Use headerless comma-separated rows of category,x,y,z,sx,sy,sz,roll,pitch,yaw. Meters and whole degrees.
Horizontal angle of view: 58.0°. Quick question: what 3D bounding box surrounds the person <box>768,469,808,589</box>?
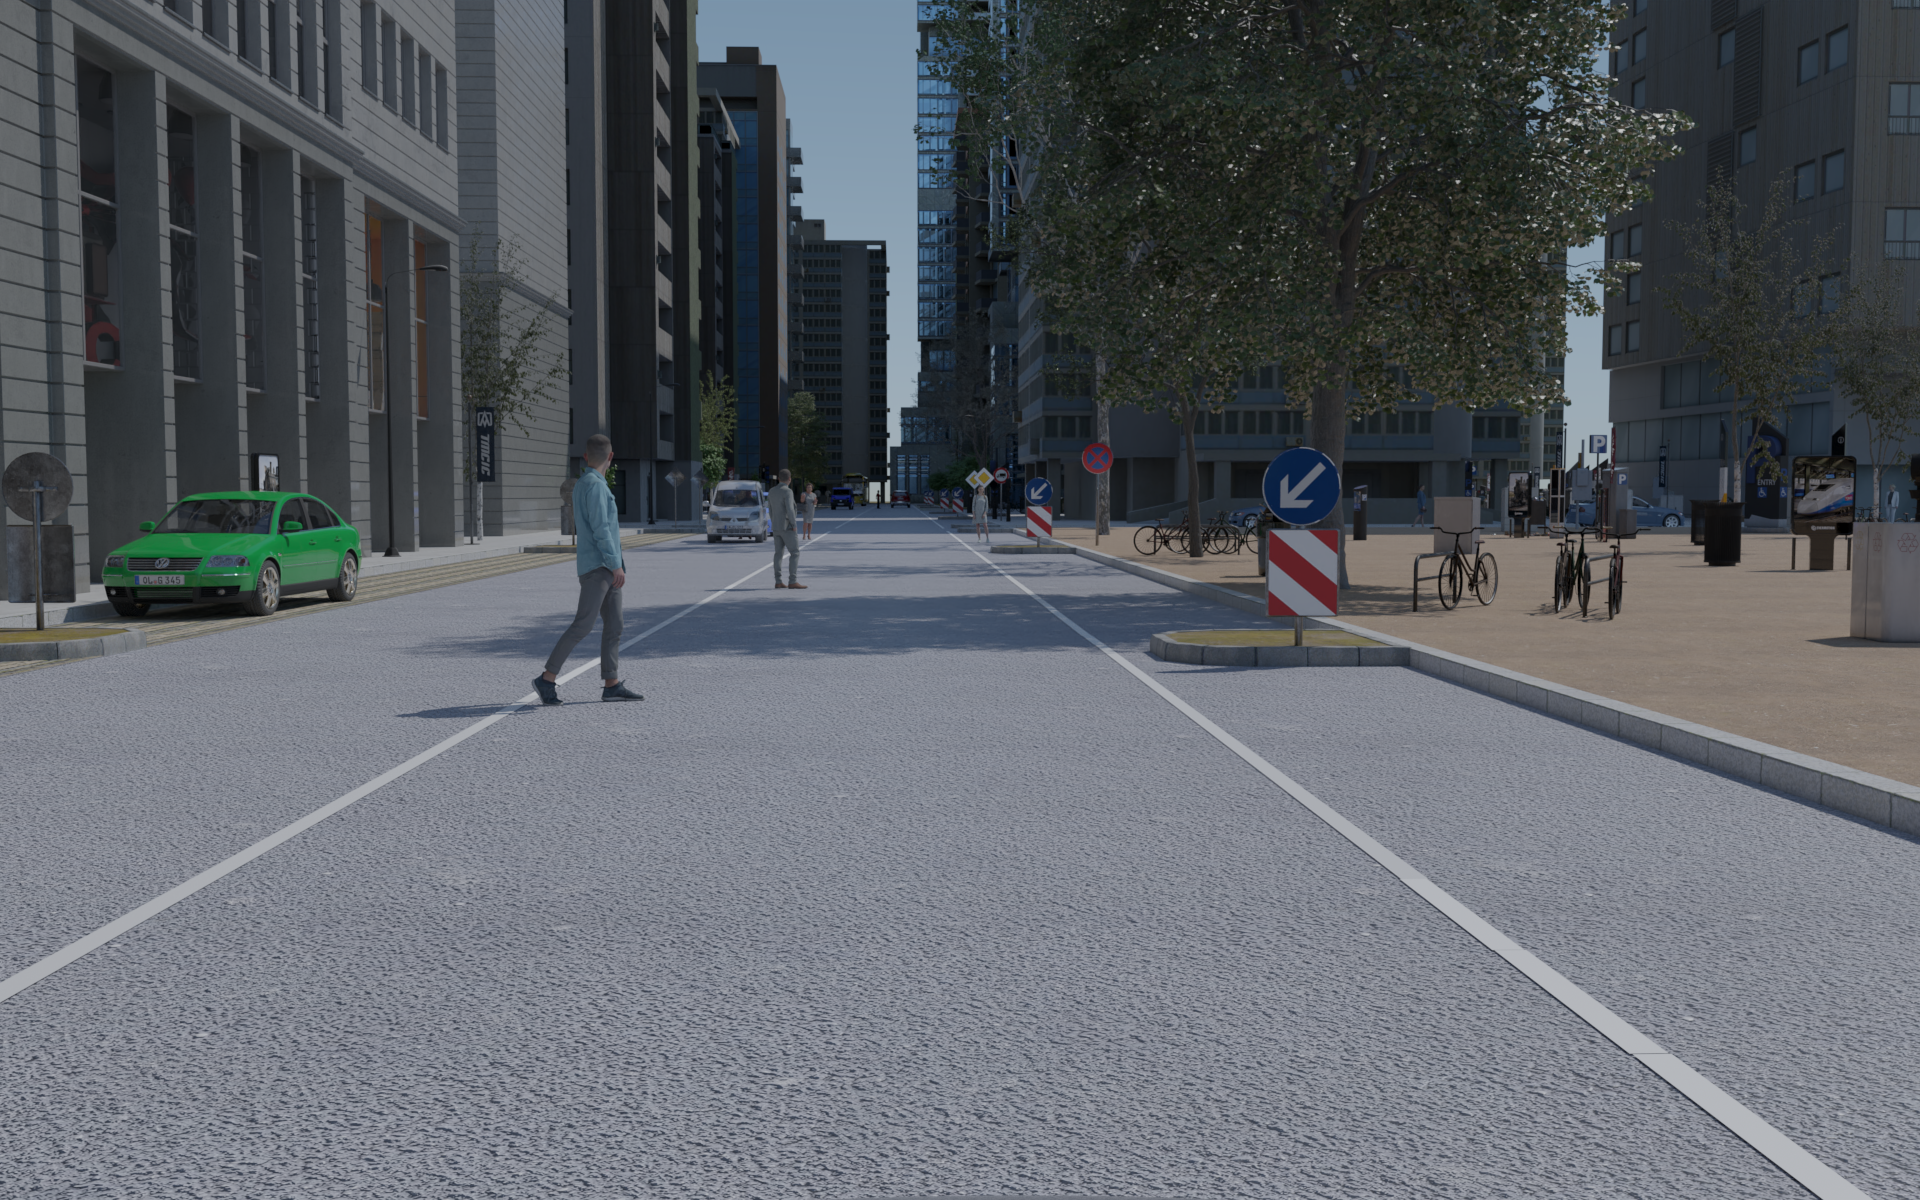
person,-2.660,-1.079,26.243,0.635,1.810,0.391,3,4,39

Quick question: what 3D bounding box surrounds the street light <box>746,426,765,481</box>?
street light,-14.036,-8.932,118.583,1.470,5.913,1.316,0,4,-2

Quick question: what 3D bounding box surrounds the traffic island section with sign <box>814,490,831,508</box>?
traffic island section with sign,-14.301,-10.146,174.521,1.989,1.847,2.006,0,4,-2

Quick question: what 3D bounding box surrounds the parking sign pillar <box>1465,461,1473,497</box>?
parking sign pillar,28.776,-6.703,98.058,1.447,3.967,1.447,1,4,15

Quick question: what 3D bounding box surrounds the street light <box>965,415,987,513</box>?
street light,0.974,-7.925,102.112,1.470,5.913,1.316,0,4,-2

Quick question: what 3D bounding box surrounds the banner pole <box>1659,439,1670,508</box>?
banner pole,32.067,-5.431,78.819,0.401,3.779,0.863,-1,4,-15

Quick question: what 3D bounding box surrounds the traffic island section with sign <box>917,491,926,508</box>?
traffic island section with sign,-3.089,-10.233,175.943,1.989,1.847,2.006,0,4,-2

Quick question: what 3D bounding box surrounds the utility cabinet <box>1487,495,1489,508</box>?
utility cabinet,41.042,-7.510,133.952,1.020,1.237,0.306,3,4,39

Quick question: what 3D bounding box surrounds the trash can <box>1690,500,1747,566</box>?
trash can,13.632,-1.180,30.945,0.748,1.137,0.748,0,3,0

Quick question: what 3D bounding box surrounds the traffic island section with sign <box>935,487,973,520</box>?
traffic island section with sign,-0.257,-5.467,98.019,1.989,1.847,2.006,0,4,-2

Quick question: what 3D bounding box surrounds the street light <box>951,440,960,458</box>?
street light,-0.589,-10.729,147.962,1.470,5.913,1.316,0,4,-2

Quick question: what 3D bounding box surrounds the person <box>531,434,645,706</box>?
person,-2.553,-0.215,11.882,0.748,1.841,0.638,0,4,-7

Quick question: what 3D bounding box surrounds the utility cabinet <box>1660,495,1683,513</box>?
utility cabinet,34.566,-4.462,84.120,1.020,1.237,0.306,2,4,26

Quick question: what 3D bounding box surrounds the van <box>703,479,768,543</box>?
van,-6.681,-2.758,52.099,2.013,2.044,4.112,0,4,-4

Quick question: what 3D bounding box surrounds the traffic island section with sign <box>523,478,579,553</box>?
traffic island section with sign,-9.529,-2.073,42.529,1.989,1.847,2.006,0,4,-2

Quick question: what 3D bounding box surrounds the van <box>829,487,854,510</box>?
van,-10.739,-9.401,158.090,2.240,2.365,5.245,0,4,-1

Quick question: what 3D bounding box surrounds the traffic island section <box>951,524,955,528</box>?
traffic island section,0.636,-3.116,73.229,2.009,0.180,2.903,0,4,-2

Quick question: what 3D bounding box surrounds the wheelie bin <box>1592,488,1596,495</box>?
wheelie bin,33.148,-5.101,91.301,0.980,1.594,0.693,-1,4,-12

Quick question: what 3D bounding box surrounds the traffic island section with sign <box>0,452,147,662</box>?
traffic island section with sign,-8.551,-0.426,15.592,1.989,1.847,2.006,0,4,-2

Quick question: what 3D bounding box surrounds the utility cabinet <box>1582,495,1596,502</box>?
utility cabinet,31.619,-4.609,86.511,1.020,1.237,0.306,2,4,34

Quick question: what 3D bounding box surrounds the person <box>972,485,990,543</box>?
person,0.613,-2.546,51.134,0.512,1.701,0.522,0,4,-2

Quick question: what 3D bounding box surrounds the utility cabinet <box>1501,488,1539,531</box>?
utility cabinet,18.943,-3.055,58.635,1.173,1.500,0.318,0,4,-5

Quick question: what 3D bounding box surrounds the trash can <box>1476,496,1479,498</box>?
trash can,39.618,-7.527,134.715,0.748,1.137,0.748,0,3,0

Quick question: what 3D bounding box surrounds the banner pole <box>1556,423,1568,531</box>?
banner pole,21.139,-4.335,60.900,0.401,3.779,0.863,-1,4,-9

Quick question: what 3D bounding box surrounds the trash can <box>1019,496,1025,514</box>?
trash can,4.177,-6.172,112.567,0.748,1.137,0.748,0,3,0

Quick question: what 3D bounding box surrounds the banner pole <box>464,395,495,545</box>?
banner pole,-12.140,-3.288,43.768,0.863,3.779,0.401,0,4,3

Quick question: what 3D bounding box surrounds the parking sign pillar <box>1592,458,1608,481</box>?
parking sign pillar,48.275,-8.693,130.599,1.447,3.967,1.447,-3,5,-42

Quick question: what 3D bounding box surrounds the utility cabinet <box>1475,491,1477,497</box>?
utility cabinet,39.424,-7.585,132.689,1.173,1.500,0.318,3,4,36

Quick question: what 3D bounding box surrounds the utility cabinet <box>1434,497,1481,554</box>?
utility cabinet,10.696,-1.597,37.273,0.306,1.237,1.020,-2,4,-35

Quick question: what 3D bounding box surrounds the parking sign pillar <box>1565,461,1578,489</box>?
parking sign pillar,49.817,-9.334,141.087,1.447,3.967,1.447,-2,4,-32

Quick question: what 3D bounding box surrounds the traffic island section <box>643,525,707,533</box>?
traffic island section,-10.659,-2.603,64.837,2.009,0.180,2.903,0,4,-2

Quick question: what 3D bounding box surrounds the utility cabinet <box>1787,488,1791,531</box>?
utility cabinet,28.225,-3.115,59.613,0.318,1.500,1.173,-3,4,-38

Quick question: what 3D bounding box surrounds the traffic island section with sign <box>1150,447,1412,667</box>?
traffic island section with sign,2.736,-0.409,15.320,1.989,1.847,2.006,0,4,-2

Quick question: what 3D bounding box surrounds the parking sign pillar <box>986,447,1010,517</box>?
parking sign pillar,1.977,-6.782,99.352,1.447,3.967,1.447,0,4,1

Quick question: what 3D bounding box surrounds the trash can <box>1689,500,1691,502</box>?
trash can,18.652,-1.942,43.411,0.748,1.137,0.748,0,3,0

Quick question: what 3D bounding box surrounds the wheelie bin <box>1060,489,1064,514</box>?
wheelie bin,6.673,-6.414,112.769,0.980,1.594,0.693,3,5,44

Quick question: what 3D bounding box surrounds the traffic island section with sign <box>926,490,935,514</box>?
traffic island section with sign,-1.245,-7.137,125.323,1.989,1.847,2.006,0,4,-2

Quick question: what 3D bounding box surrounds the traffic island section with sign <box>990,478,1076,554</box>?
traffic island section with sign,1.756,-2.057,42.258,1.989,1.847,2.006,0,4,-2

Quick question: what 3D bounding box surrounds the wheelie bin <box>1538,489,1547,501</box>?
wheelie bin,36.026,-6.102,107.674,0.693,1.594,0.980,-1,4,-18

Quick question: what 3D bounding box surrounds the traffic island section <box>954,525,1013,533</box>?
traffic island section,0.925,-2.628,65.249,2.009,0.180,2.903,0,4,-2

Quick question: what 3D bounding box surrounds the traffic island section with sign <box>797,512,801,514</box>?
traffic island section with sign,-12.520,-7.134,125.271,1.989,1.847,2.006,0,4,-2

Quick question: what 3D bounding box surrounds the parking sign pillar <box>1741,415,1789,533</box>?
parking sign pillar,26.680,-4.208,57.280,1.447,3.967,1.447,-2,4,-28

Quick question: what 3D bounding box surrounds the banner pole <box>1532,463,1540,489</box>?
banner pole,46.334,-9.149,139.596,0.863,3.779,0.401,0,4,2

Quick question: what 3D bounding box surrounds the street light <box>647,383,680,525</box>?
street light,-12.436,-6.128,72.734,1.470,5.913,1.316,0,4,-2

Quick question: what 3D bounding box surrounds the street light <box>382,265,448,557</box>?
street light,-11.086,-3.837,35.275,1.470,5.913,1.316,0,4,-2
